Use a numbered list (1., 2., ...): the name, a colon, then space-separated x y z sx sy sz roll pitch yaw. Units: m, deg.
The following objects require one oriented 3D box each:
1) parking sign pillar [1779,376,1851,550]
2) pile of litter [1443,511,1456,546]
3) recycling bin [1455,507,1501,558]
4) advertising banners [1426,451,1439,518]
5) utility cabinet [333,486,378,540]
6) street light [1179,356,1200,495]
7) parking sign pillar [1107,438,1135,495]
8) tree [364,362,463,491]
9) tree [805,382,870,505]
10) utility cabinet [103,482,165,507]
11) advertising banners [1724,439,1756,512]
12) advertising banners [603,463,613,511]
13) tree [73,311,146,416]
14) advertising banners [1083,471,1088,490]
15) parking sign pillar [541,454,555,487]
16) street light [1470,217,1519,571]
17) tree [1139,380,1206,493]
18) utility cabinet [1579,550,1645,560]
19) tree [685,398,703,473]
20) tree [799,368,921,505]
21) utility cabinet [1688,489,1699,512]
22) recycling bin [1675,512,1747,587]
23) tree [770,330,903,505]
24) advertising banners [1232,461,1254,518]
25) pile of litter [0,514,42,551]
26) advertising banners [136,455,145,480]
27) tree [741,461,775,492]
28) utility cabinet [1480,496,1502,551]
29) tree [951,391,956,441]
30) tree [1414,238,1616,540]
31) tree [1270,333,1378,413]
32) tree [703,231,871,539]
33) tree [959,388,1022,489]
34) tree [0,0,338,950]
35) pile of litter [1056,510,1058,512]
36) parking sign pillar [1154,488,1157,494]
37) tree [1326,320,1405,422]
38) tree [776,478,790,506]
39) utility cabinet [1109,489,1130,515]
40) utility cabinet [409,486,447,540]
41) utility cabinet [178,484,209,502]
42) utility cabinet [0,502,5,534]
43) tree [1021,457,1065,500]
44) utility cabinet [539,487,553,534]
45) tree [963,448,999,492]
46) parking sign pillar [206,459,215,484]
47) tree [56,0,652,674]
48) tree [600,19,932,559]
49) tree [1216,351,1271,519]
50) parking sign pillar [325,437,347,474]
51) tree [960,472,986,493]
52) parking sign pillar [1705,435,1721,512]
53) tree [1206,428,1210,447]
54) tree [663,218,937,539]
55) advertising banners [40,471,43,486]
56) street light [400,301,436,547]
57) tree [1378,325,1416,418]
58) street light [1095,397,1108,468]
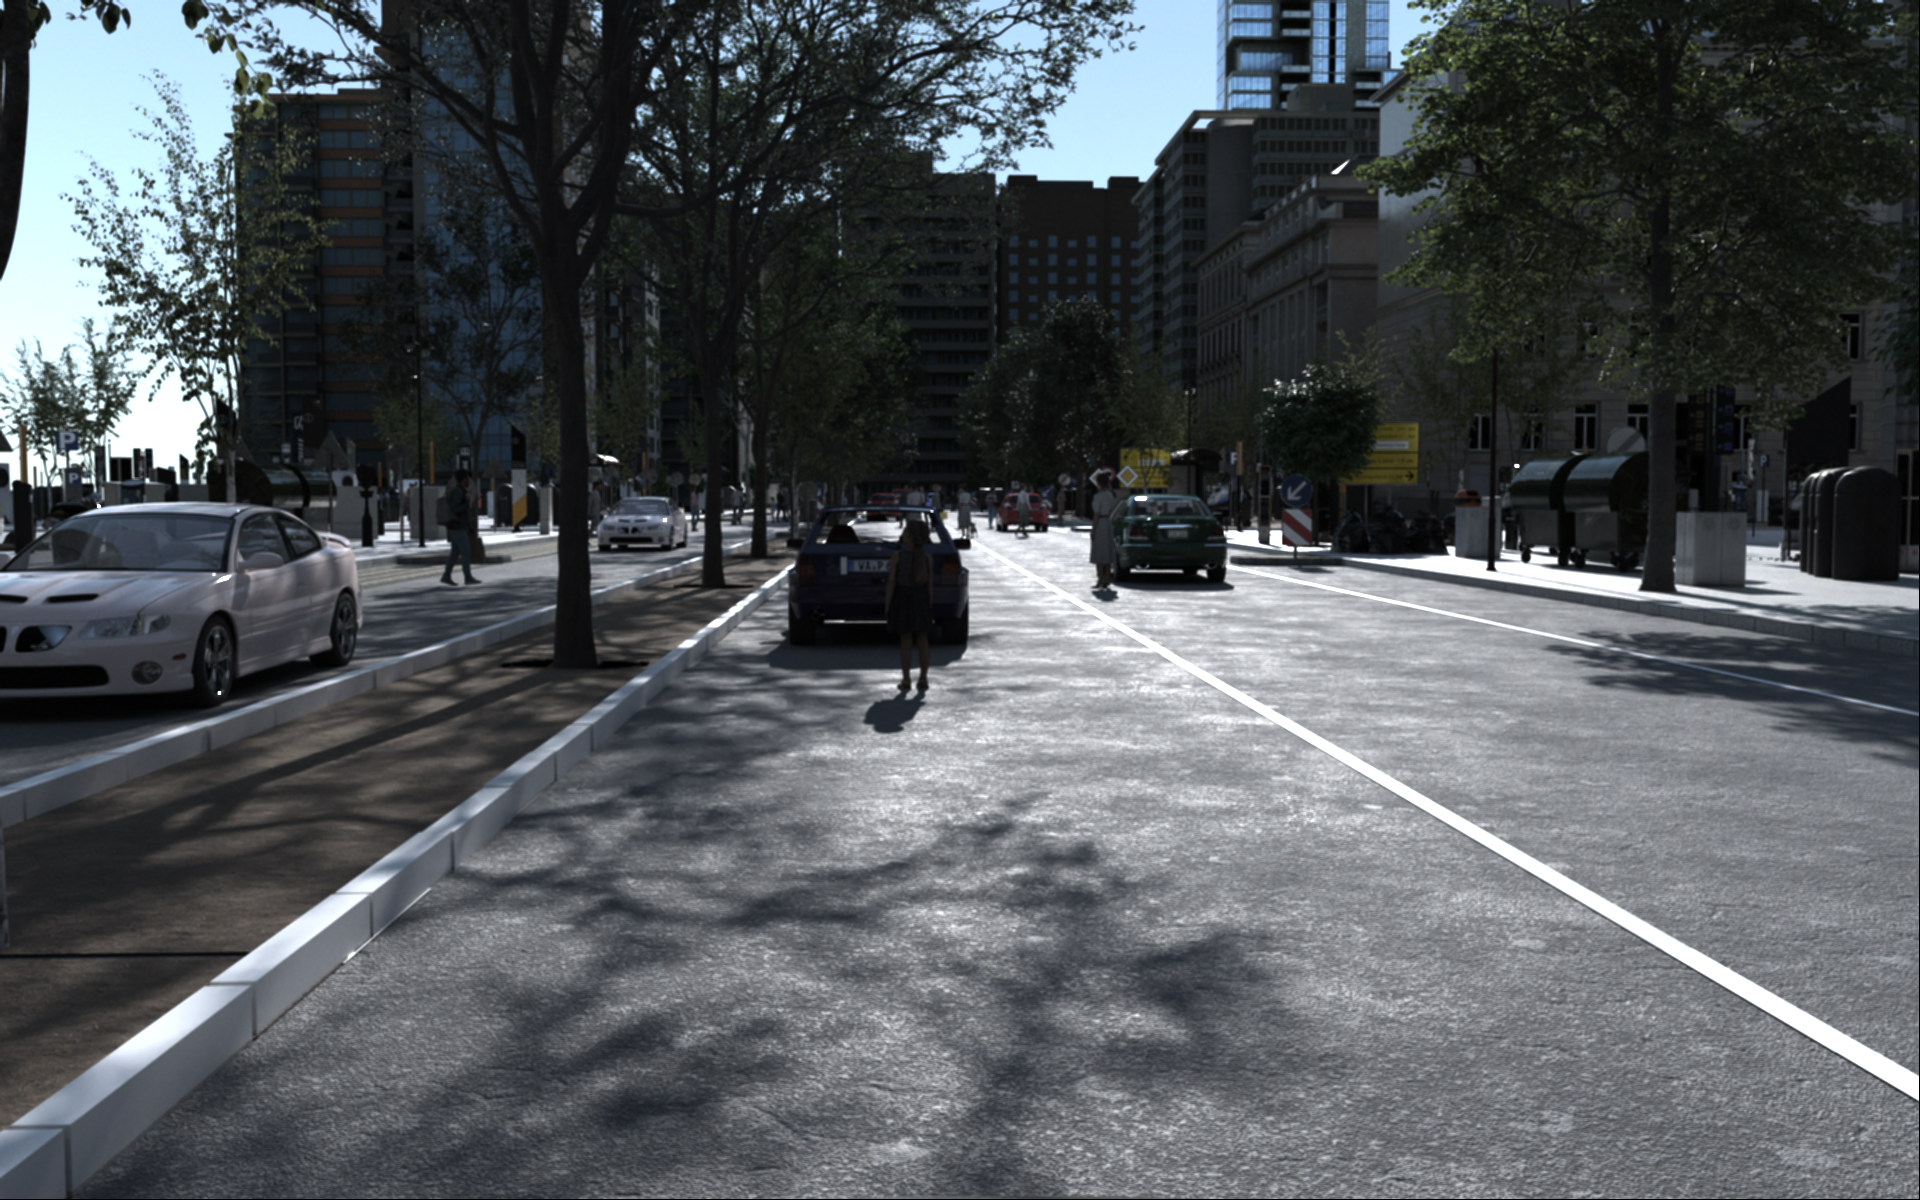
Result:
1. parking sign pillar: 19.686 -3.140 39.811 1.447 3.967 1.447 2 4 24
2. pile of litter: 12.087 -1.775 42.992 1.176 0.858 1.719 -1 4 -21
3. recycling bin: 10.445 -1.369 34.931 0.722 1.027 0.722 0 4 -2
4. advertising banners: 19.071 -4.512 69.958 0.090 3.025 2.074 0 4 2
5. utility cabinet: -16.792 -2.411 48.101 1.173 1.500 0.318 -1 4 -19
6. street light: 7.683 -5.214 58.044 0.468 5.910 1.993 0 4 -2
7. parking sign pillar: 7.814 -5.850 84.119 1.447 3.967 1.447 2 4 30
8. tree: -31.293 -8.968 96.984 4.737 8.622 4.395 0 3 0
9. tree: -6.208 -8.483 91.508 4.360 8.622 3.978 0 3 0
10. utility cabinet: -14.869 -1.381 31.255 0.318 1.500 1.173 1 4 16
11. advertising banners: 24.515 -3.562 54.427 2.074 3.025 0.090 -3 5 -42
12. advertising banners: -20.236 -6.167 97.025 0.090 3.025 2.074 1 4 21
13. tree: -34.701 -7.276 69.318 4.737 8.622 4.395 0 3 0
14. advertising banners: 9.545 -7.733 122.622 2.074 3.025 0.090 0 4 4
15. parking sign pillar: -27.708 -7.835 116.567 1.447 3.967 1.447 1 4 9
16. street light: 8.882 -3.425 28.786 0.468 5.910 1.993 0 4 -2
17. tree: 13.106 -9.891 112.076 4.360 8.622 3.978 0 3 0
18. utility cabinet: 12.489 -1.499 33.187 1.173 1.500 0.318 0 4 6
19. tree: -19.221 -10.969 129.703 4.737 8.622 4.395 0 3 0
20. tree: -7.444 -12.162 118.312 9.611 12.733 9.660 0 3 0
21. utility cabinet: 30.290 -3.852 71.656 0.318 1.500 1.173 1 4 13
22. recycling bin: 10.539 -0.720 24.323 0.722 1.027 0.722 0 4 0
23. tree: -6.866 -10.813 97.378 7.486 12.596 7.792 0 3 0
24. advertising banners: 14.507 -5.813 91.232 2.074 3.025 0.090 -1 4 -13
25. pile of litter: -21.398 -1.562 39.509 1.719 0.858 1.176 1 4 19
26. advertising banners: -37.044 -5.100 79.569 0.090 3.025 2.074 1 4 17
27. tree: -18.245 -10.545 156.126 4.285 4.588 4.351 0 3 0
28. utility cabinet: 12.158 -1.742 39.643 0.306 1.237 1.020 0 4 8
29. tree: 4.098 -15.451 159.278 9.857 13.997 8.962 0 3 0
30. tree: 15.500 -5.948 47.618 4.737 8.622 4.395 0 3 0
31. tree: 17.383 -7.901 79.539 4.737 8.622 4.395 0 3 0
32. tree: -4.461 -5.771 47.177 4.737 8.622 4.395 0 3 0
33. tree: 3.775 -15.572 172.726 7.486 12.596 7.792 0 3 0
34. tree: -3.096 -3.216 5.402 4.360 8.622 3.978 0 3 0
35. pile of litter: 6.440 -6.860 126.129 1.176 0.858 1.719 -2 4 -28
36. parking sign pillar: 15.436 -9.180 138.566 1.447 3.967 1.447 1 4 19
37. tree: 17.004 -7.573 74.174 4.360 8.622 3.978 0 3 0
38. tree: -19.513 -12.090 192.273 1.663 3.219 1.824 0 3 0
39. utility cabinet: 7.296 -4.384 80.354 1.173 1.500 0.318 -1 4 -22
40. utility cabinet: -14.718 -2.399 47.895 1.173 1.500 0.318 2 4 32
41. utility cabinet: -17.183 -1.818 38.411 0.318 1.500 1.173 3 5 43
42. utility cabinet: -30.355 -2.808 54.594 0.318 1.500 1.173 -2 4 -24
43. tree: 5.919 -8.462 122.073 4.285 4.588 4.351 0 3 0
44. utility cabinet: -13.198 -2.844 55.174 0.318 1.500 1.173 0 4 -8
45. tree: 2.656 -14.106 180.999 4.737 8.622 4.395 0 3 0
46. parking sign pillar: -42.357 -6.758 98.965 1.447 3.967 1.447 -3 5 -44
47. tree: -3.141 -6.173 13.748 12.009 13.543 11.850 0 3 0
48. tree: -4.349 -6.714 37.981 9.928 11.665 9.643 0 3 0
49. tree: 14.690 -8.441 88.376 4.737 8.622 4.395 0 3 0
50. parking sign pillar: -29.682 -5.712 81.863 1.447 3.967 1.447 0 4 5
51. tree: 1.720 -14.225 216.289 4.285 4.588 4.351 0 3 0
52. parking sign pillar: 34.605 -5.576 79.641 1.447 3.967 1.447 1 4 15
53. tree: 15.828 -10.575 123.268 4.360 8.622 3.978 0 3 0
54. tree: -5.066 -7.125 53.356 8.767 10.594 7.601 0 4 -2
55. advertising banners: -70.089 -8.294 131.786 0.090 3.025 2.074 -3 5 -43
56. street light: -13.014 -4.216 41.721 0.468 5.910 1.993 0 4 -2
57. tree: 15.137 -6.247 52.506 4.737 8.622 4.395 0 3 0
58. street light: 6.672 -6.654 81.587 0.468 5.910 1.993 0 4 -2
